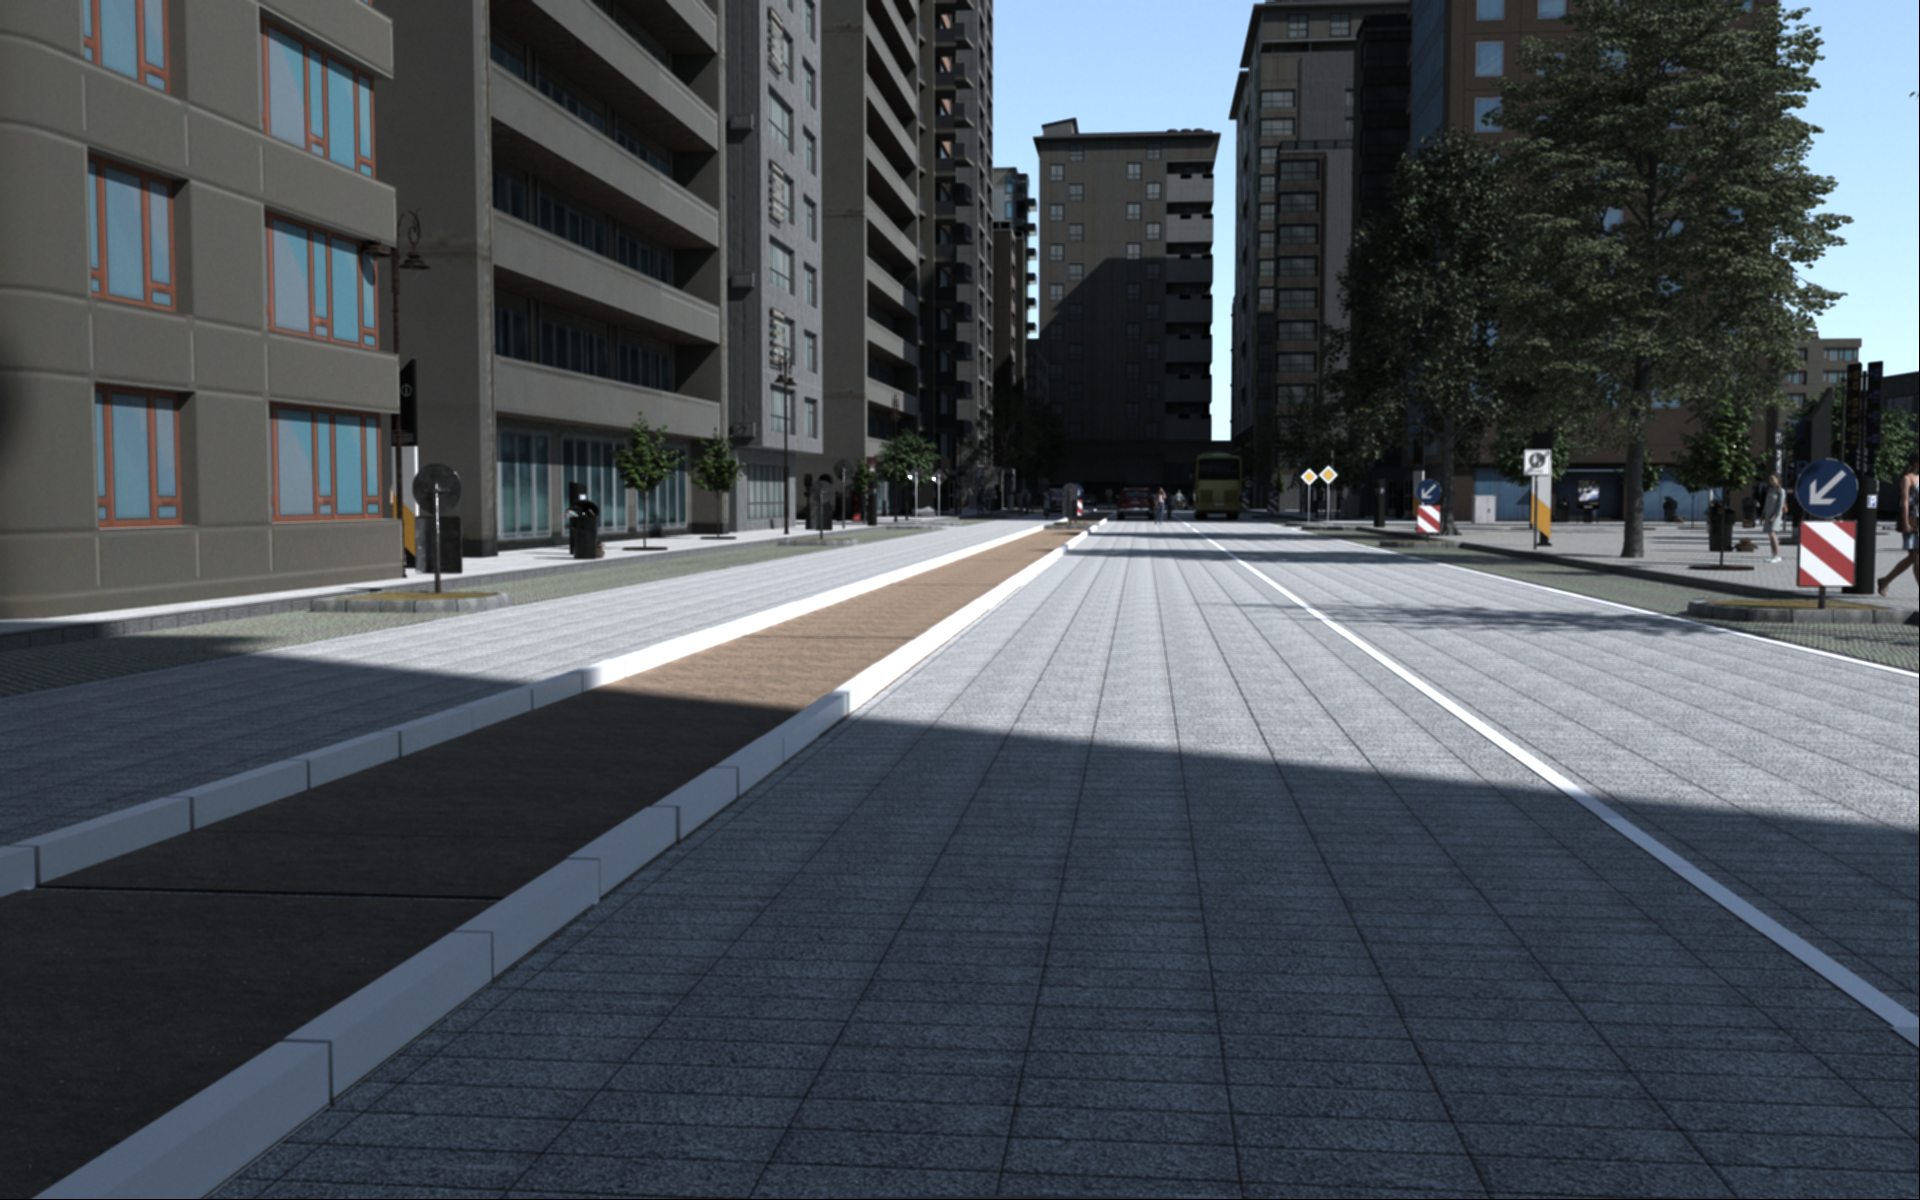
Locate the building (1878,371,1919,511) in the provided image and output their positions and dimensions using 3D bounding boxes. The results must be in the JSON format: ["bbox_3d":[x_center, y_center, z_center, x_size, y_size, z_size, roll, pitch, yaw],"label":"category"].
[{"bbox_3d":[63.486,-47.011,81.298,31.000,86.520,22.319,0,4,6],"label":"building"}]

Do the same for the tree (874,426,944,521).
[{"bbox_3d":[-2.494,-6.121,83.795,4.285,4.588,4.351,0,3,0],"label":"tree"}]

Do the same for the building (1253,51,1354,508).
[{"bbox_3d":[34.886,-29.370,163.802,14.154,41.232,14.086,0,4,6],"label":"building"}]

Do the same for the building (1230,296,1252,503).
[{"bbox_3d":[45.115,-28.739,241.588,14.107,30.474,14.160,0,4,6],"label":"building"}]

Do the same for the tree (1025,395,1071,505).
[{"bbox_3d":[9.157,-17.108,197.843,7.486,12.596,7.792,0,3,0],"label":"tree"}]

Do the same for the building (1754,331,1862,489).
[{"bbox_3d":[86.932,-22.165,207.443,28.899,21.520,27.650,0,4,6],"label":"building"}]

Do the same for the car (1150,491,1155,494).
[{"bbox_3d":[22.201,-11.976,204.474,2.281,1.827,5.304,0,4,6],"label":"car"}]

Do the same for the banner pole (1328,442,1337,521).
[{"bbox_3d":[17.850,-5.688,83.013,0.401,3.779,0.863,1,4,20],"label":"banner pole"}]

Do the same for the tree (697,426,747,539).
[{"bbox_3d":[-6.959,-3.366,49.644,1.663,3.219,1.824,0,3,0],"label":"tree"}]

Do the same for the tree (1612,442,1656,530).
[{"bbox_3d":[24.592,-4.142,62.321,1.663,3.219,1.824,0,3,0],"label":"tree"}]

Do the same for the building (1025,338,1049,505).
[{"bbox_3d":[-4.043,-22.792,217.692,28.899,21.520,27.650,0,4,6],"label":"building"}]

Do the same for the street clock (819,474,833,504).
[{"bbox_3d":[-4.861,-3.560,62.781,0.471,2.002,0.358,1,4,20],"label":"street clock"}]

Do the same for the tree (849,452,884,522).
[{"bbox_3d":[-4.476,-5.247,80.395,1.663,3.219,1.824,0,3,0],"label":"tree"}]

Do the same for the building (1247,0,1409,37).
[{"bbox_3d":[44.663,-36.333,183.288,28.713,52.752,27.495,0,4,6],"label":"building"}]

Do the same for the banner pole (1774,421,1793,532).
[{"bbox_3d":[28.038,-4.226,59.106,0.863,3.779,0.401,-2,4,-28],"label":"banner pole"}]

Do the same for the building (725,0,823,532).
[{"bbox_3d":[-12.727,-23.284,64.292,14.086,41.232,14.154,0,4,6],"label":"building"}]

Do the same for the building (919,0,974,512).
[{"bbox_3d":[-10.690,-29.021,129.110,22.147,44.769,28.867,0,4,6],"label":"building"}]

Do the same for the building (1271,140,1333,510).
[{"bbox_3d":[32.985,-22.767,143.934,14.160,30.474,14.107,0,4,6],"label":"building"}]

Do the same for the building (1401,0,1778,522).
[{"bbox_3d":[30.076,-26.580,84.692,14.200,45.320,14.600,0,4,6],"label":"building"}]

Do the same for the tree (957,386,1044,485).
[{"bbox_3d":[3.271,-13.219,150.535,8.767,10.594,7.601,1,4,10],"label":"tree"}]

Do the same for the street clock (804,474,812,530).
[{"bbox_3d":[-5.476,-3.544,62.519,0.358,2.002,0.471,0,4,4],"label":"street clock"}]

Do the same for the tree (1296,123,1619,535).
[{"bbox_3d":[15.307,-8.367,53.809,9.611,12.733,9.660,0,3,0],"label":"tree"}]

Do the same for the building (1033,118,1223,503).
[{"bbox_3d":[25.104,-40.412,249.974,27.495,52.752,28.713,0,4,6],"label":"building"}]

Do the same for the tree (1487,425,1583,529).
[{"bbox_3d":[21.043,-4.875,63.425,4.285,4.588,4.351,0,3,0],"label":"tree"}]

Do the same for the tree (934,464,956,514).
[{"bbox_3d":[-0.952,-7.181,112.008,1.663,3.219,1.824,0,3,0],"label":"tree"}]

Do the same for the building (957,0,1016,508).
[{"bbox_3d":[-5.240,-44.397,164.142,20.563,71.187,20.611,0,4,6],"label":"building"}]

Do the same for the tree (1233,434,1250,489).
[{"bbox_3d":[26.889,-12.526,155.167,4.737,8.622,4.395,0,3,0],"label":"tree"}]

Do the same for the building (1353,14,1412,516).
[{"bbox_3d":[31.244,-20.558,107.827,14.160,30.474,14.107,0,4,6],"label":"building"}]

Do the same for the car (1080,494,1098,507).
[{"bbox_3d":[14.617,-11.334,197.116,2.131,1.459,4.920,0,4,5],"label":"car"}]

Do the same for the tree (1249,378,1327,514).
[{"bbox_3d":[21.363,-9.742,109.646,4.737,8.622,4.395,0,3,0],"label":"tree"}]

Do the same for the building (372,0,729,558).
[{"bbox_3d":[-19.133,-25.768,45.011,21.300,48.544,21.600,0,4,6],"label":"building"}]

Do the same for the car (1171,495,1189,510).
[{"bbox_3d":[20.338,-9.135,161.726,2.083,1.381,4.827,0,4,8],"label":"car"}]

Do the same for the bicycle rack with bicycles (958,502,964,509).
[{"bbox_3d":[-1.335,-8.539,153.001,2.852,0.926,2.925,-2,4,-32],"label":"bicycle rack with bicycles"}]

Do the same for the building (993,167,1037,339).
[{"bbox_3d":[-4.037,-38.659,251.690,30.456,49.044,23.786,0,4,6],"label":"building"}]

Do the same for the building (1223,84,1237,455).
[{"bbox_3d":[47.626,-38.002,210.572,28.713,52.752,27.495,0,4,6],"label":"building"}]

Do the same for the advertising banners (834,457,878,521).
[{"bbox_3d":[-4.913,-5.226,81.632,2.074,3.025,0.090,0,4,3],"label":"advertising banners"}]

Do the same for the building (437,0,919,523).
[{"bbox_3d":[-14.194,-28.884,95.961,21.300,48.544,21.600,0,4,6],"label":"building"}]

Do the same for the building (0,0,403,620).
[{"bbox_3d":[-23.782,-10.270,12.954,27.650,21.520,28.899,0,4,6],"label":"building"}]

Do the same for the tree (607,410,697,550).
[{"bbox_3d":[-7.370,-2.769,39.881,1.663,3.219,1.824,0,3,0],"label":"tree"}]

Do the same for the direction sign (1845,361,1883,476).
[{"bbox_3d":[15.601,-2.322,29.958,0.379,3.537,0.876,-1,4,-9],"label":"direction sign"}]

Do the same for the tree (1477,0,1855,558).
[{"bbox_3d":[14.026,-7.134,34.774,7.486,12.596,7.792,0,3,0],"label":"tree"}]

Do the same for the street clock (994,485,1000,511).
[{"bbox_3d":[2.900,-7.972,134.908,0.358,2.002,0.471,3,5,40],"label":"street clock"}]

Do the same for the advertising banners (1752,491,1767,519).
[{"bbox_3d":[41.760,-5.726,89.813,2.074,3.025,0.090,-1,4,-12],"label":"advertising banners"}]

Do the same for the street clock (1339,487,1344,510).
[{"bbox_3d":[30.208,-8.124,137.402,0.358,2.002,0.471,-1,4,-23],"label":"street clock"}]

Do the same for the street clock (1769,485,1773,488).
[{"bbox_3d":[62.915,-7.931,134.233,0.358,2.002,0.471,0,4,7],"label":"street clock"}]

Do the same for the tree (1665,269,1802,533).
[{"bbox_3d":[24.558,-6.470,56.149,4.360,8.622,3.978,0,3,0],"label":"tree"}]

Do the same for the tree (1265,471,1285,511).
[{"bbox_3d":[24.793,-8.550,134.388,1.663,3.219,1.824,0,3,0],"label":"tree"}]

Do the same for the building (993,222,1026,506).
[{"bbox_3d":[-0.528,-25.141,182.759,14.160,30.474,14.107,0,4,6],"label":"building"}]

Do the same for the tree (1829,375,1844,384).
[{"bbox_3d":[24.238,-3.931,47.984,4.285,4.588,4.351,0,3,0],"label":"tree"}]

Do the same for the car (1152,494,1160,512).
[{"bbox_3d":[15.677,-7.925,141.581,2.014,1.417,4.499,0,4,8],"label":"car"}]

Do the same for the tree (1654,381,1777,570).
[{"bbox_3d":[13.143,-2.137,29.539,1.663,3.219,1.824,0,3,0],"label":"tree"}]

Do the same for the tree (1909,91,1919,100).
[{"bbox_3d":[11.264,-4.008,15.897,4.737,8.622,4.395,0,3,0],"label":"tree"}]

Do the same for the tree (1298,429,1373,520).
[{"bbox_3d":[18.878,-6.300,86.714,4.285,4.588,4.351,0,3,0],"label":"tree"}]

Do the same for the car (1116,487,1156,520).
[{"bbox_3d":[9.880,-5.405,97.037,2.281,1.827,5.304,0,4,7],"label":"car"}]

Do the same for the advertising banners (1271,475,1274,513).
[{"bbox_3d":[21.818,-7.621,120.794,0.090,3.025,2.074,1,4,15],"label":"advertising banners"}]

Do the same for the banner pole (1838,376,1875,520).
[{"bbox_3d":[18.992,-2.862,36.805,0.863,3.779,0.401,3,4,37],"label":"banner pole"}]
